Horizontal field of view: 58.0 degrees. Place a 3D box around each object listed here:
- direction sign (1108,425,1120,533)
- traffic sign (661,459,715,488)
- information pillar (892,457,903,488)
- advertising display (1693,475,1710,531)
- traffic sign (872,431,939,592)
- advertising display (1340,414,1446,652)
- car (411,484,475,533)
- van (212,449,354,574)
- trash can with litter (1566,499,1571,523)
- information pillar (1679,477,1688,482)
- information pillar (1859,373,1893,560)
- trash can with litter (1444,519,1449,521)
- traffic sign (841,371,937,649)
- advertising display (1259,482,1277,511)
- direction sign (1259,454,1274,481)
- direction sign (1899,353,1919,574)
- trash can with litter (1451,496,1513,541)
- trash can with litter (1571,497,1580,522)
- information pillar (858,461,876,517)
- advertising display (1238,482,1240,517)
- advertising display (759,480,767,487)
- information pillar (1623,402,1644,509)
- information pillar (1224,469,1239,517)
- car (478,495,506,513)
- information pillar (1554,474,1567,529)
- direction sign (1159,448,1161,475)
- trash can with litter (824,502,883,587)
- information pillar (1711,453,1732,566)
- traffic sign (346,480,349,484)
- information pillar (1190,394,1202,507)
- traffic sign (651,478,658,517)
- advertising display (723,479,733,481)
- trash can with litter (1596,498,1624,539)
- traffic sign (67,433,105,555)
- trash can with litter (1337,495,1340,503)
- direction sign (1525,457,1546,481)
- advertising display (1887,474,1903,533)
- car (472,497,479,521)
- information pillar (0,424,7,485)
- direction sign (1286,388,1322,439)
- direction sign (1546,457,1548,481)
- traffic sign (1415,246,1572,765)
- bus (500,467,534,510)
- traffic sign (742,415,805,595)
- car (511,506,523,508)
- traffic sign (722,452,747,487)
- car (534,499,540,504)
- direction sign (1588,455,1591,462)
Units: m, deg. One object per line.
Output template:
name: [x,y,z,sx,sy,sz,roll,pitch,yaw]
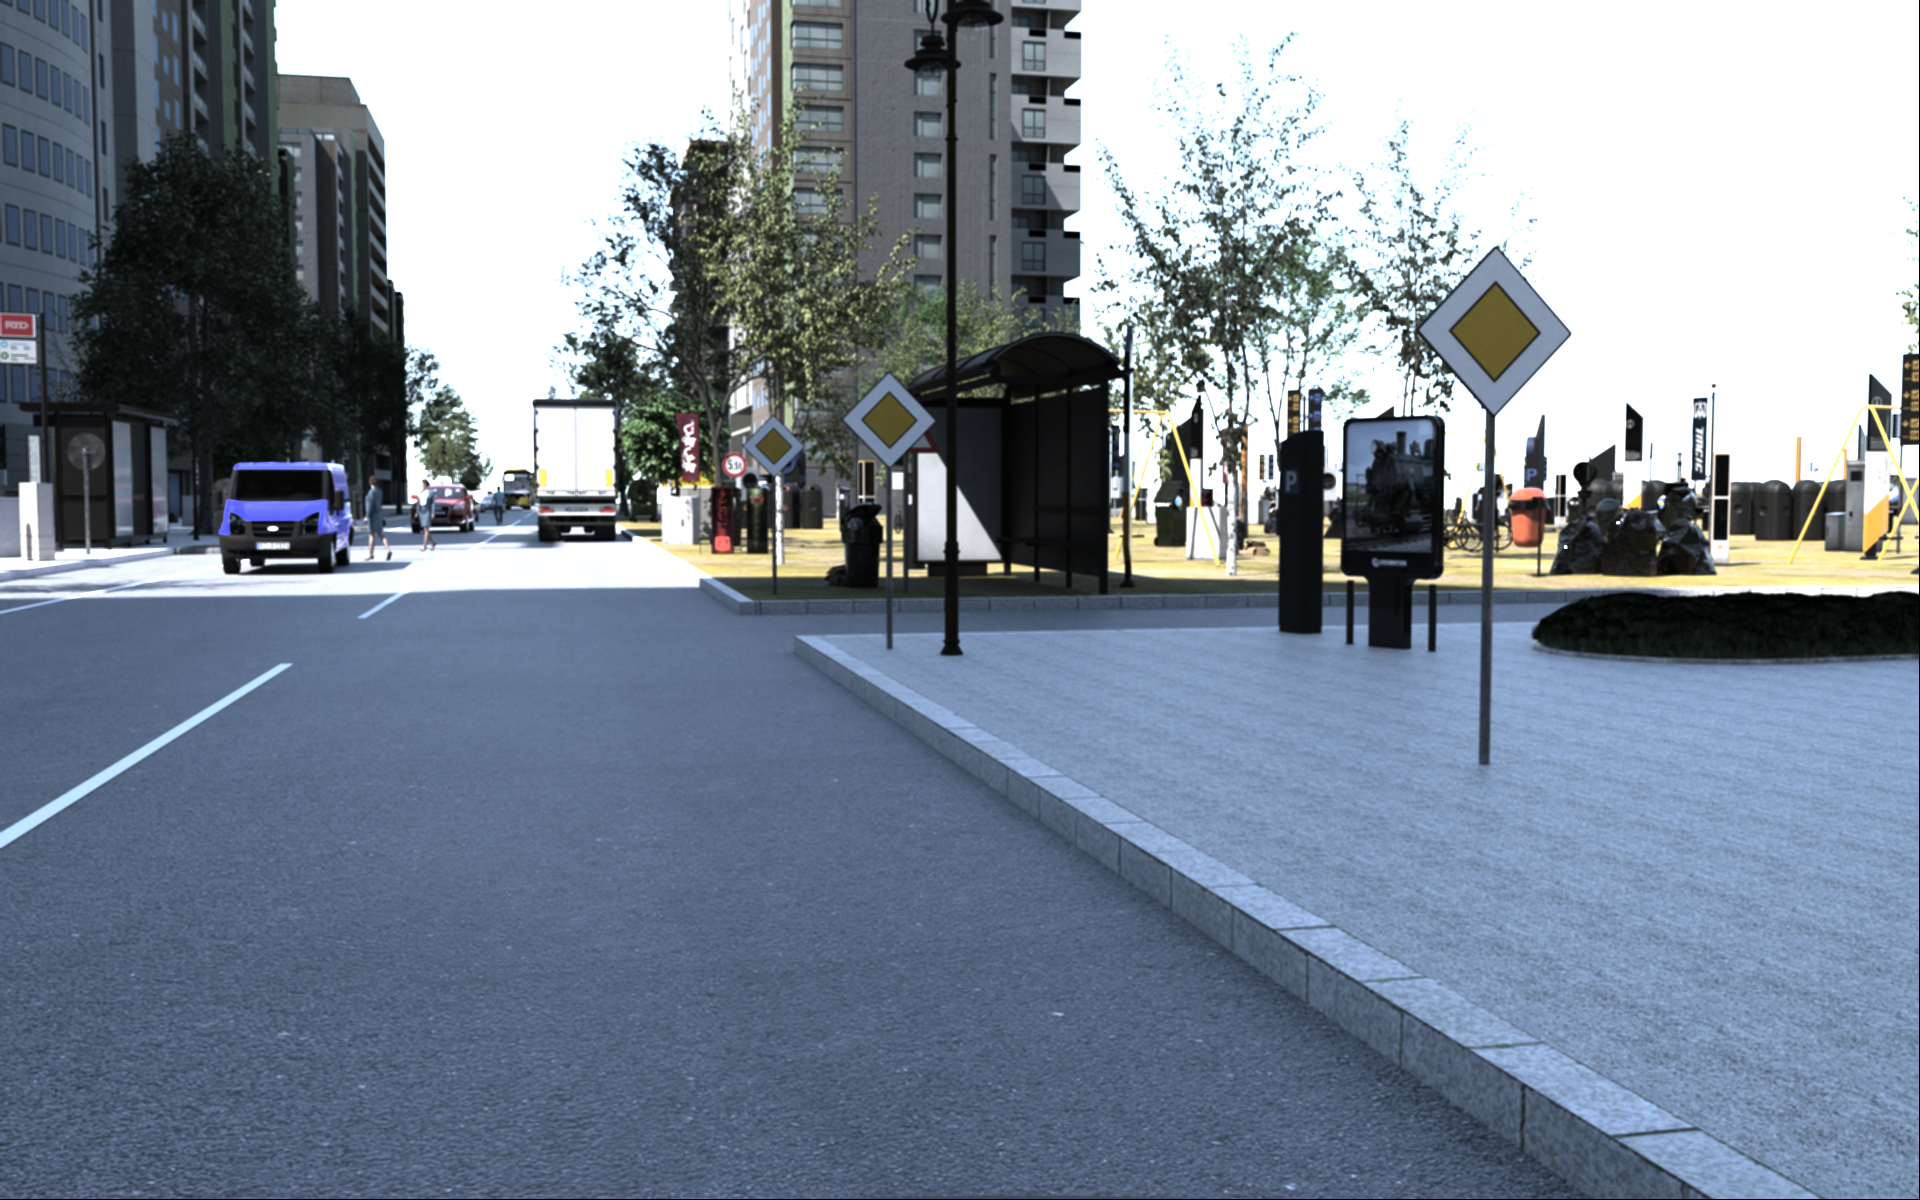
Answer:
direction sign: [4.867,-3.943,56.468,0.876,3.537,0.379,-3,4,-36]
traffic sign: [-10.896,-4.648,69.866,2.265,3.308,0.079,0,4,-5]
information pillar: [-2.340,-4.555,65.822,0.504,3.616,0.183,-1,4,-10]
advertising display: [25.881,-3.344,59.884,0.974,1.923,0.123,1,4,9]
traffic sign: [-0.708,-1.380,22.568,0.884,2.594,0.081,-1,4,-11]
advertising display: [3.593,-0.563,14.426,0.123,1.923,0.974,-3,4,-38]
car: [-19.704,-3.513,66.116,2.281,1.827,5.304,-1,4,-12]
van: [-12.762,-1.748,32.962,2.240,2.365,5.245,-1,4,-15]
trash can with litter: [27.418,-4.070,77.928,0.624,1.170,1.055,-1,4,-21]
information pillar: [31.285,-4.309,74.951,0.304,2.012,0.304,3,4,36]
information pillar: [17.838,-2.589,33.681,0.504,3.616,0.183,-1,4,-9]
trash can with litter: [23.603,-4.385,82.757,2.233,1.210,1.678,3,5,39]
traffic sign: [-0.586,-0.651,14.288,0.795,2.450,0.064,-1,4,-13]
advertising display: [16.203,-5.254,91.117,0.974,1.923,0.123,3,4,38]
direction sign: [17.304,-6.472,97.815,0.876,3.537,0.379,2,4,26]
direction sign: [15.477,-2.183,27.696,0.379,3.537,0.876,-3,4,-39]
trash can with litter: [14.986,-2.249,47.821,2.233,1.210,1.678,0,4,-6]
trash can with litter: [26.541,-3.773,73.078,1.055,1.170,0.624,0,4,-8]
information pillar: [-2.057,-2.068,38.311,0.304,2.012,0.304,-2,4,-27]
advertising display: [15.155,-5.523,95.521,0.123,1.923,0.974,3,4,37]
advertising display: [-9.322,-4.653,81.293,0.974,1.923,0.123,3,5,40]
information pillar: [17.074,-3.217,43.955,0.183,3.616,0.504,-3,4,-37]
information pillar: [8.015,-2.855,51.179,0.304,2.012,0.304,-3,5,-42]
car: [-36.585,-7.533,135.528,2.083,1.381,4.827,-1,4,-12]
information pillar: [21.848,-3.578,62.991,0.304,2.012,0.304,-1,4,-10]
direction sign: [10.064,-5.647,84.319,0.876,3.537,0.379,3,4,37]
trash can with litter: [-1.527,-0.770,23.977,0.624,1.170,1.055,-3,4,-37]
information pillar: [13.603,-1.619,30.958,0.304,2.012,0.304,1,4,23]
traffic sign: [-32.124,-5.487,89.714,0.884,2.594,0.081,0,4,-7]
information pillar: [5.569,-3.029,40.877,0.183,3.616,0.504,-1,4,-14]
traffic sign: [-14.547,-5.032,82.386,0.768,2.556,0.104,0,4,-8]
advertising display: [-9.802,-4.233,74.425,0.974,1.923,0.123,-2,4,-24]
trash can with litter: [16.167,-1.954,43.330,0.624,1.170,1.055,3,5,41]
traffic sign: [-18.280,-2.210,36.246,0.768,2.556,0.104,0,4,-6]
trash can with litter: [22.101,-5.439,99.985,2.233,1.210,1.678,-2,4,-28]
direction sign: [30.070,-6.038,90.724,0.876,3.537,0.379,1,4,16]
advertising display: [30.199,-3.130,56.389,0.974,1.923,0.123,0,4,-8]
car: [-26.006,-4.908,90.026,2.009,1.686,4.222,-1,4,-12]
information pillar: [-32.234,-4.095,58.311,0.504,3.616,0.183,3,4,38]
direction sign: [7.413,-2.775,37.364,0.876,3.537,0.379,3,5,44]
direction sign: [34.949,-6.871,104.344,0.876,3.537,0.379,0,4,-6]
traffic sign: [2.490,-0.427,8.161,0.795,2.450,0.064,-1,4,-12]
bus: [-41.295,-10.388,161.397,2.896,3.916,12.252,-1,4,-15]
traffic sign: [-2.371,-1.127,22.072,0.795,2.450,0.064,-1,4,-13]
car: [-46.183,-10.389,179.639,2.009,1.686,4.222,-1,4,-11]
traffic sign: [-6.904,-3.241,53.102,0.768,2.556,0.104,-1,4,-12]
car: [-57.601,-13.565,234.142,2.083,1.381,4.827,-1,4,-13]
direction sign: [36.719,-6.672,101.081,0.379,3.537,0.876,2,4,27]
